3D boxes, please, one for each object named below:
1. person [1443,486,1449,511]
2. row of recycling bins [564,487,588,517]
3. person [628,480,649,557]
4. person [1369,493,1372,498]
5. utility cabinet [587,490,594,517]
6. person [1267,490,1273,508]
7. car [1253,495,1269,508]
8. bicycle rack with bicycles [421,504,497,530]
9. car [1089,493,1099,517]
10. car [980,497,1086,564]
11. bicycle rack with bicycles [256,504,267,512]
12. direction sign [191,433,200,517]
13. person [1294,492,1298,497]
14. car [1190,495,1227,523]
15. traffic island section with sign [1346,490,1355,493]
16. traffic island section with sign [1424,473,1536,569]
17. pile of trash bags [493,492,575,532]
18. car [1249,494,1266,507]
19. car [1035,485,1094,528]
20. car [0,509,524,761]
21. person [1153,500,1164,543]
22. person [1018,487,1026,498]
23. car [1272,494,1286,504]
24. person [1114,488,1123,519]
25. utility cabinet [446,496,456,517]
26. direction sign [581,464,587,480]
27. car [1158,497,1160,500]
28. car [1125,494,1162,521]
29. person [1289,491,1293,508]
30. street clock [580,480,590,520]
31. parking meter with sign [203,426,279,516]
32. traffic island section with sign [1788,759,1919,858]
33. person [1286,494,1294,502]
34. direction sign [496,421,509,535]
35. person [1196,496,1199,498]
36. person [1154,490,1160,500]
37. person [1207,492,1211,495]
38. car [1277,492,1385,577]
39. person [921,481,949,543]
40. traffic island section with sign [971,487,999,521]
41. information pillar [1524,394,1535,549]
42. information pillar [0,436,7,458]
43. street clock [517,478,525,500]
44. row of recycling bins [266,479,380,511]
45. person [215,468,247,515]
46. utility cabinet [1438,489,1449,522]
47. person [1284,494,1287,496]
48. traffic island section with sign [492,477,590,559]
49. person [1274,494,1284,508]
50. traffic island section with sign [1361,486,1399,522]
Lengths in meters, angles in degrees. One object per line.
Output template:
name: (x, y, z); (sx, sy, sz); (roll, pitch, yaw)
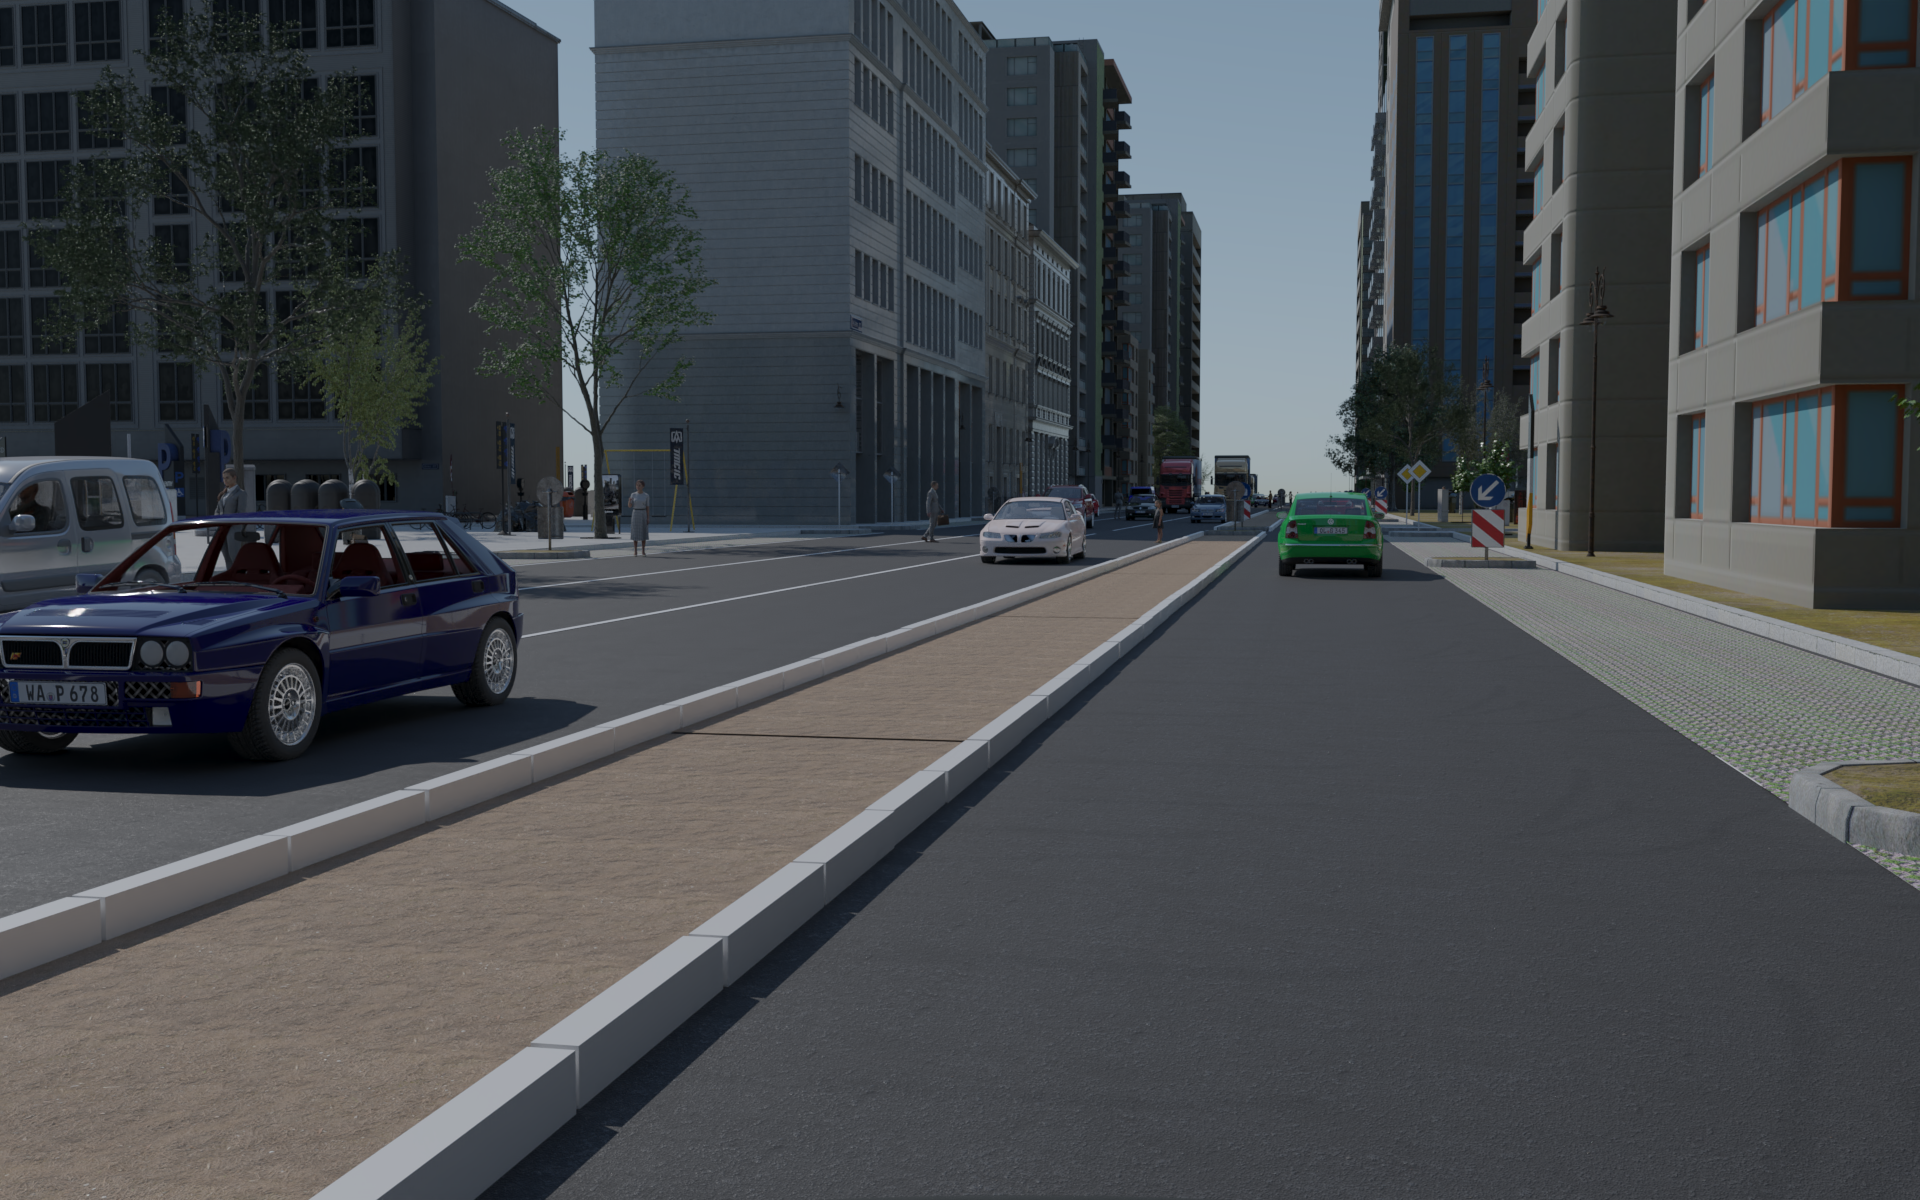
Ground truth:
person: (32.015, -6.592, 114.168); (0.444, 1.785, 0.601); (1, 4, 17)
row of recycling bins: (-22.669, -5.606, 98.778); (3.534, 1.692, 1.069); (2, 4, 30)
person: (-7.323, -1.862, 39.511); (0.480, 1.755, 0.524); (-1, 4, -13)
person: (42.146, -10.544, 178.889); (0.683, 1.767, 0.568); (-2, 4, -33)
utility cabinet: (-23.516, -6.096, 108.351); (1.173, 1.500, 0.318); (-2, 4, -25)
person: (31.206, -10.137, 174.328); (0.705, 1.812, 1.348); (2, 4, 34)
car: (32.380, -10.558, 185.198); (1.945, 1.354, 3.894); (1, 4, 12)
bicycle rack with bicycles: (-18.509, -3.013, 62.640); (2.925, 0.926, 2.852); (0, 4, -1)
car: (7.580, -6.069, 108.271); (2.155, 1.783, 4.494); (1, 4, 13)
car: (1.631, -1.525, 37.302); (2.083, 1.381, 4.827); (1, 4, 10)
bicycle rack with bicycles: (-42.526, -5.623, 105.323); (2.925, 0.926, 2.852); (0, 4, -4)
direction sign: (-28.689, -4.469, 65.067); (0.379, 3.537, 0.876); (0, 4, -7)
person: (57.312, -17.463, 294.048); (1.348, 1.821, 0.705); (-2, 4, -26)
car: (12.597, -4.576, 86.826); (2.014, 1.417, 4.499); (1, 4, 13)
traffic island section with sign: (26.960, -6.537, 115.508); (1.989, 1.847, 2.006); (1, 4, 12)
traffic island section with sign: (10.228, -1.563, 34.182); (1.989, 1.847, 2.006); (1, 4, 12)
pile of trash bags: (-14.378, -3.049, 59.609); (1.912, 1.369, 3.447); (1, 4, 22)
car: (33.953, -11.520, 197.143); (1.959, 1.807, 4.718); (1, 4, 11)
car: (4.315, -3.814, 71.036); (2.281, 1.827, 5.304); (1, 4, 10)
car: (-4.203, 0.119, 10.637); (1.945, 1.354, 3.894); (1, 4, 11)
person: (5.787, -2.290, 50.612); (0.373, 1.253, 0.362); (-1, 4, -13)
person: (3.981, -6.589, 114.366); (0.643, 1.750, 0.593); (3, 4, 38)
car: (45.589, -14.586, 247.528); (2.155, 1.783, 4.494); (1, 4, 12)
person: (9.029, -5.485, 98.451); (0.520, 1.790, 0.573); (0, 4, 8)
utility cabinet: (-32.974, -6.159, 111.867); (1.020, 1.237, 0.306); (-2, 4, -28)
direction sign: (-28.742, -8.592, 132.470); (0.379, 3.537, 0.876); (-3, 5, -42)
car: (19.991, -9.682, 168.082); (2.009, 1.686, 4.222); (1, 4, 13)
car: (10.052, -5.192, 94.677); (2.009, 1.686, 4.222); (1, 4, 11)
person: (33.818, -10.234, 176.612); (0.721, 1.735, 1.217); (0, 4, 6)
street clock: (-18.674, -4.998, 86.287); (0.358, 2.002, 0.471); (3, 5, 41)
parking meter with sign: (-18.586, -2.969, 44.806); (1.738, 3.016, 0.543); (-2, 4, -25)
traffic island section with sign: (4.691, 0.083, 7.279); (1.989, 1.847, 2.006); (1, 4, 12)
person: (50.409, -15.652, 264.404); (1.348, 1.824, 0.705); (2, 4, 33)
direction sign: (-14.341, -3.811, 54.304); (0.379, 3.537, 0.876); (0, 4, 7)
person: (31.782, -13.641, 232.063); (0.617, 1.759, 0.750); (0, 4, 2)
person: (16.501, -8.515, 147.689); (1.348, 1.831, 0.705); (-1, 4, -23)
person: (32.390, -13.247, 225.621); (0.617, 1.759, 0.750); (1, 4, 15)
car: (6.721, -1.384, 31.431); (1.959, 1.807, 4.718); (1, 4, 12)
person: (-0.767, -2.605, 51.209); (0.853, 1.813, 0.709); (1, 4, 11)
traffic island section with sign: (1.757, -5.154, 92.900); (1.989, 1.847, 2.006); (1, 4, 12)
information pillar: (13.290, -2.997, 40.352); (0.183, 3.616, 0.504); (1, 4, 12)
information pillar: (-38.923, -4.833, 70.370); (0.504, 3.616, 0.183); (1, 4, 10)
street clock: (-19.923, -4.528, 78.595); (0.358, 2.002, 0.471); (0, 4, 5)
row of recycling bins: (-18.140, -2.581, 49.310); (3.534, 1.692, 1.069); (1, 4, 13)
person: (-10.132, -0.927, 23.930); (0.520, 1.790, 0.573); (1, 4, 10)
utility cabinet: (22.132, -4.320, 79.307); (0.318, 1.500, 1.173); (0, 4, 7)
person: (51.874, -16.199, 276.540); (0.799, 1.438, 0.628); (-1, 4, -20)
traffic island section with sign: (-9.385, -1.839, 38.697); (1.989, 1.847, 2.006); (1, 4, 12)
person: (32.837, -10.315, 177.972); (1.217, 1.723, 0.721); (1, 4, 14)
traffic island section with sign: (21.517, -4.922, 89.106); (1.989, 1.847, 2.006); (1, 4, 12)
